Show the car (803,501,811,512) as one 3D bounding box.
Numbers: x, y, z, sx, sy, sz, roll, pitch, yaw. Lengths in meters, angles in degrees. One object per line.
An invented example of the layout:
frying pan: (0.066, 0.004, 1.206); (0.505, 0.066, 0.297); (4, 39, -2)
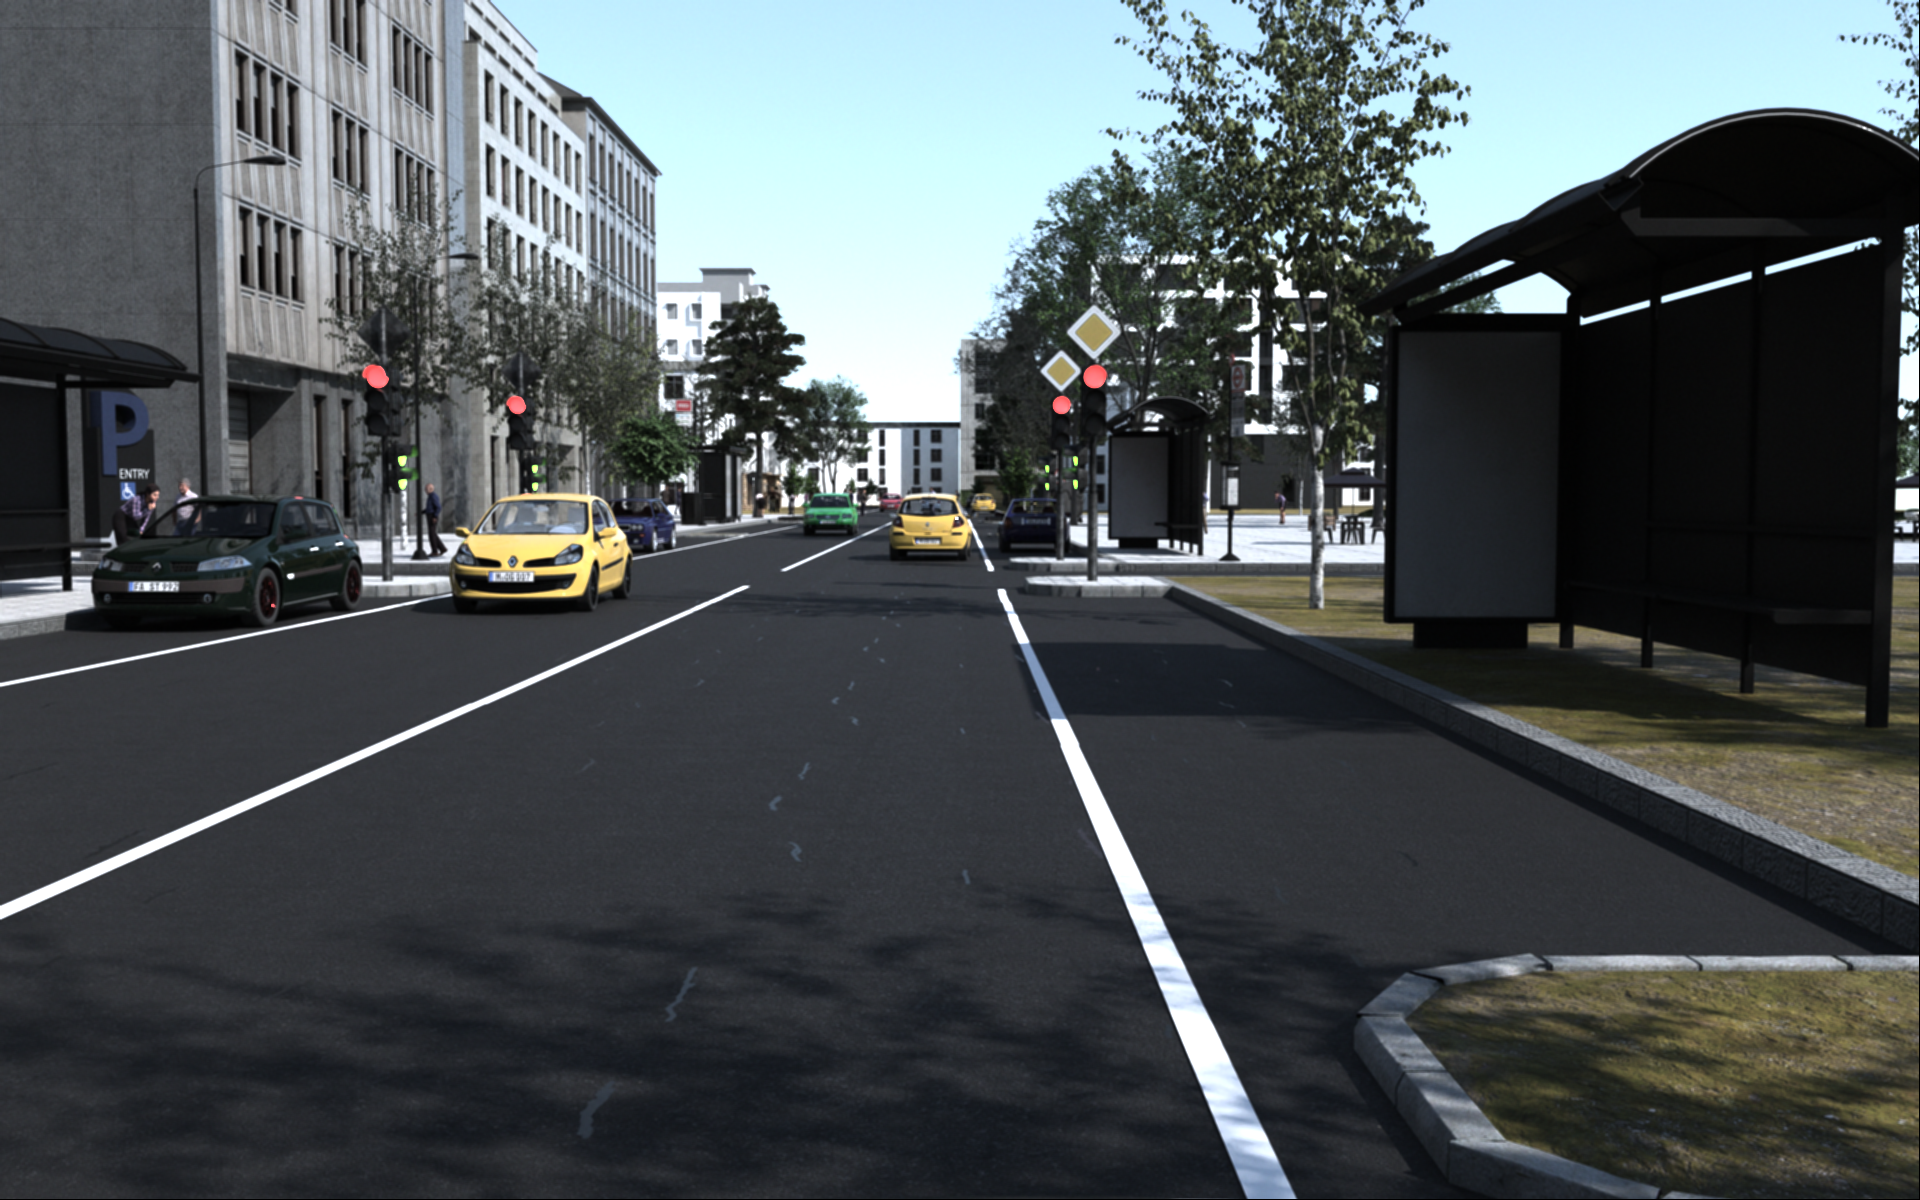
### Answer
car: (-6.049, -4.124, 79.229); (2.131, 1.459, 4.920); (0, 3, 0)

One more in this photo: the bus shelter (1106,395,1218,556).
bus shelter: (4.286, -2.718, 38.360); (2.014, 3.302, 5.546); (0, 3, 0)

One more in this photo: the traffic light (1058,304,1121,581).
traffic light: (1.936, -2.215, 25.463); (0.839, 4.213, 0.868); (0, 3, 0)

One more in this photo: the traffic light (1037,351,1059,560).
traffic light: (1.922, -2.704, 33.448); (0.839, 4.213, 0.868); (0, 3, 0)

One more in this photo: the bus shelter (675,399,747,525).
bus shelter: (-10.938, -6.002, 75.759); (2.179, 5.291, 8.768); (0, 4, 0)

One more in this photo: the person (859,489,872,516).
person: (-6.089, -6.297, 111.990); (0.750, 1.759, 0.617); (-1, 4, -21)

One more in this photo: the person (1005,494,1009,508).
person: (4.404, -9.633, 164.256); (0.721, 1.735, 1.217); (1, 4, 10)

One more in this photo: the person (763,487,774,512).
person: (-13.483, -7.212, 123.977); (1.348, 1.822, 0.705); (-1, 4, -10)

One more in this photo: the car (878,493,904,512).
car: (-5.532, -8.003, 139.884); (2.155, 1.783, 4.494); (0, 4, -1)

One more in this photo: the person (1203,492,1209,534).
person: (7.808, -2.935, 56.094); (0.516, 1.574, 0.319); (1, 4, 16)

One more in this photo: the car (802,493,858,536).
car: (-4.561, -3.209, 61.262); (1.959, 1.807, 4.718); (0, 4, -1)

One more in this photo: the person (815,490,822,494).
person: (-13.088, -9.464, 160.802); (1.348, 1.821, 0.705); (-1, 4, -10)

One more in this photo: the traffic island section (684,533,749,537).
traffic island section: (-8.189, -2.184, 58.568); (1.991, 0.108, 1.994); (0, 3, 0)

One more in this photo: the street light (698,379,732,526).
street light: (-9.899, -5.966, 70.078); (1.470, 5.913, 1.316); (0, 3, 0)

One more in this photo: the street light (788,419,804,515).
street light: (-9.900, -8.203, 106.664); (1.470, 5.913, 1.316); (0, 3, 0)

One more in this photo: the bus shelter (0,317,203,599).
bus shelter: (-11.076, -1.616, 20.338); (2.014, 3.302, 5.546); (0, 3, 0)

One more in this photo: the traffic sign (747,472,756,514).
traffic sign: (-11.663, -5.967, 97.663); (0.768, 2.556, 0.104); (1, 4, 8)

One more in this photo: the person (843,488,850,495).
person: (-10.850, -9.671, 164.248); (1.350, 1.814, 0.705); (-1, 4, -9)

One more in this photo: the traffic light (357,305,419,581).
traffic light: (-8.425, -2.213, 25.430); (0.839, 4.213, 0.868); (0, 3, 0)

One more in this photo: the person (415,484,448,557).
person: (-10.922, -1.647, 35.666); (0.600, 1.496, 0.574); (0, 4, -3)

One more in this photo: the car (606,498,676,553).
car: (-8.258, -1.885, 43.406); (1.945, 1.354, 3.894); (0, 4, 1)

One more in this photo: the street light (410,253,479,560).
street light: (-9.961, -3.728, 33.500); (1.470, 5.913, 1.316); (0, 3, 0)

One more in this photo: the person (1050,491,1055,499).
person: (9.938, -10.698, 181.658); (1.217, 1.736, 0.721); (3, 5, 44)

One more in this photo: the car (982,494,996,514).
car: (1.700, -7.227, 128.393); (2.015, 1.641, 3.980); (0, 4, -2)

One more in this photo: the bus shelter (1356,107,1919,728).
bus shelter: (4.332, -1.098, 11.871); (2.014, 3.302, 5.546); (0, 3, 0)

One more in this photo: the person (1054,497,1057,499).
person: (6.659, -6.427, 111.850); (1.217, 1.736, 0.721); (1, 4, 20)

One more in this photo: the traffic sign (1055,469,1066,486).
traffic sign: (4.948, -5.356, 87.575); (0.884, 2.594, 0.081); (0, 4, 5)

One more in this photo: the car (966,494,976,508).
car: (1.551, -10.082, 174.619); (2.009, 1.686, 4.222); (0, 4, 2)

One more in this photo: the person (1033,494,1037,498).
person: (7.209, -9.844, 170.217); (0.697, 1.427, 0.421); (3, 5, 44)

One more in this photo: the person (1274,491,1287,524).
person: (13.670, -3.951, 73.873); (0.697, 1.427, 0.421); (-3, 4, -39)

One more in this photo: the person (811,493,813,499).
person: (-12.561, -8.397, 146.593); (0.557, 1.426, 1.065); (0, 4, -3)

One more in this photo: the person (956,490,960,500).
person: (-0.279, -8.840, 153.480); (0.568, 1.767, 0.683); (-1, 4, -22)

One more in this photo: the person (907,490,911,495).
person: (-5.228, -10.392, 178.427); (0.705, 1.821, 1.348); (-3, 4, -36)

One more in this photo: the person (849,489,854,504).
person: (-6.852, -6.042, 107.991); (0.504, 1.737, 0.576); (-2, 4, -25)

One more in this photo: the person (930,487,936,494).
person: (-1.736, -5.626, 100.354); (0.599, 1.838, 0.709); (-3, 4, -36)

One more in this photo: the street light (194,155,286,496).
street light: (-9.941, -3.142, 23.912); (1.470, 5.913, 1.316); (0, 3, 0)

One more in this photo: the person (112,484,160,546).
person: (-11.820, -0.956, 24.914); (0.697, 1.427, 0.421); (1, 4, 10)

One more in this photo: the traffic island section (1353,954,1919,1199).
traffic island section: (2.008, 1.149, 4.085); (1.991, 0.108, 1.994); (0, 3, 0)

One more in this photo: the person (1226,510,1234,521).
person: (13.076, -4.715, 83.961); (0.431, 1.722, 0.655); (-1, 4, -23)

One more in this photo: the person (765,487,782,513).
person: (-12.741, -6.826, 118.171); (1.217, 1.766, 0.721); (-1, 4, -14)

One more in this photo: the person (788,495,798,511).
person: (-12.486, -7.448, 128.762); (0.756, 1.711, 0.436); (1, 4, 17)

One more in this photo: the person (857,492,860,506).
person: (-11.170, -11.048, 190.045); (0.530, 1.710, 0.541); (2, 4, 28)

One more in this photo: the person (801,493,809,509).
person: (-13.656, -8.800, 153.139); (0.599, 1.433, 0.991); (3, 5, 40)

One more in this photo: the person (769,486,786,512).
person: (-12.788, -7.019, 120.811); (1.348, 1.823, 0.705); (2, 4, 25)

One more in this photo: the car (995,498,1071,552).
car: (1.857, -1.917, 43.930); (1.945, 1.354, 3.894); (0, 4, 0)

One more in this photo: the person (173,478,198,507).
person: (-13.931, -1.325, 31.096); (0.756, 1.711, 0.436); (2, 4, 29)

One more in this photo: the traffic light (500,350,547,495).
traffic light: (-8.439, -2.702, 33.415); (0.839, 4.213, 0.868); (0, 3, 0)

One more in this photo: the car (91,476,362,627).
car: (-8.279, -0.615, 19.846); (2.009, 1.686, 4.222); (0, 4, 0)

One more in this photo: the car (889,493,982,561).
car: (-0.624, -1.738, 38.638); (2.015, 1.641, 3.980); (0, 4, 2)

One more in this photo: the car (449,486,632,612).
car: (-5.336, -0.739, 22.315); (2.015, 1.641, 3.980); (0, 4, -2)

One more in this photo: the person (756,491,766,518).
person: (-10.743, -5.136, 93.198); (0.799, 1.438, 0.628); (2, 4, 33)

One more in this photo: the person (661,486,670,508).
person: (-17.693, -5.940, 103.852); (0.565, 1.739, 0.600); (-2, 4, -32)

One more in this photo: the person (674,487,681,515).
person: (-17.433, -6.145, 107.436); (0.530, 1.710, 0.541); (-1, 4, -23)
